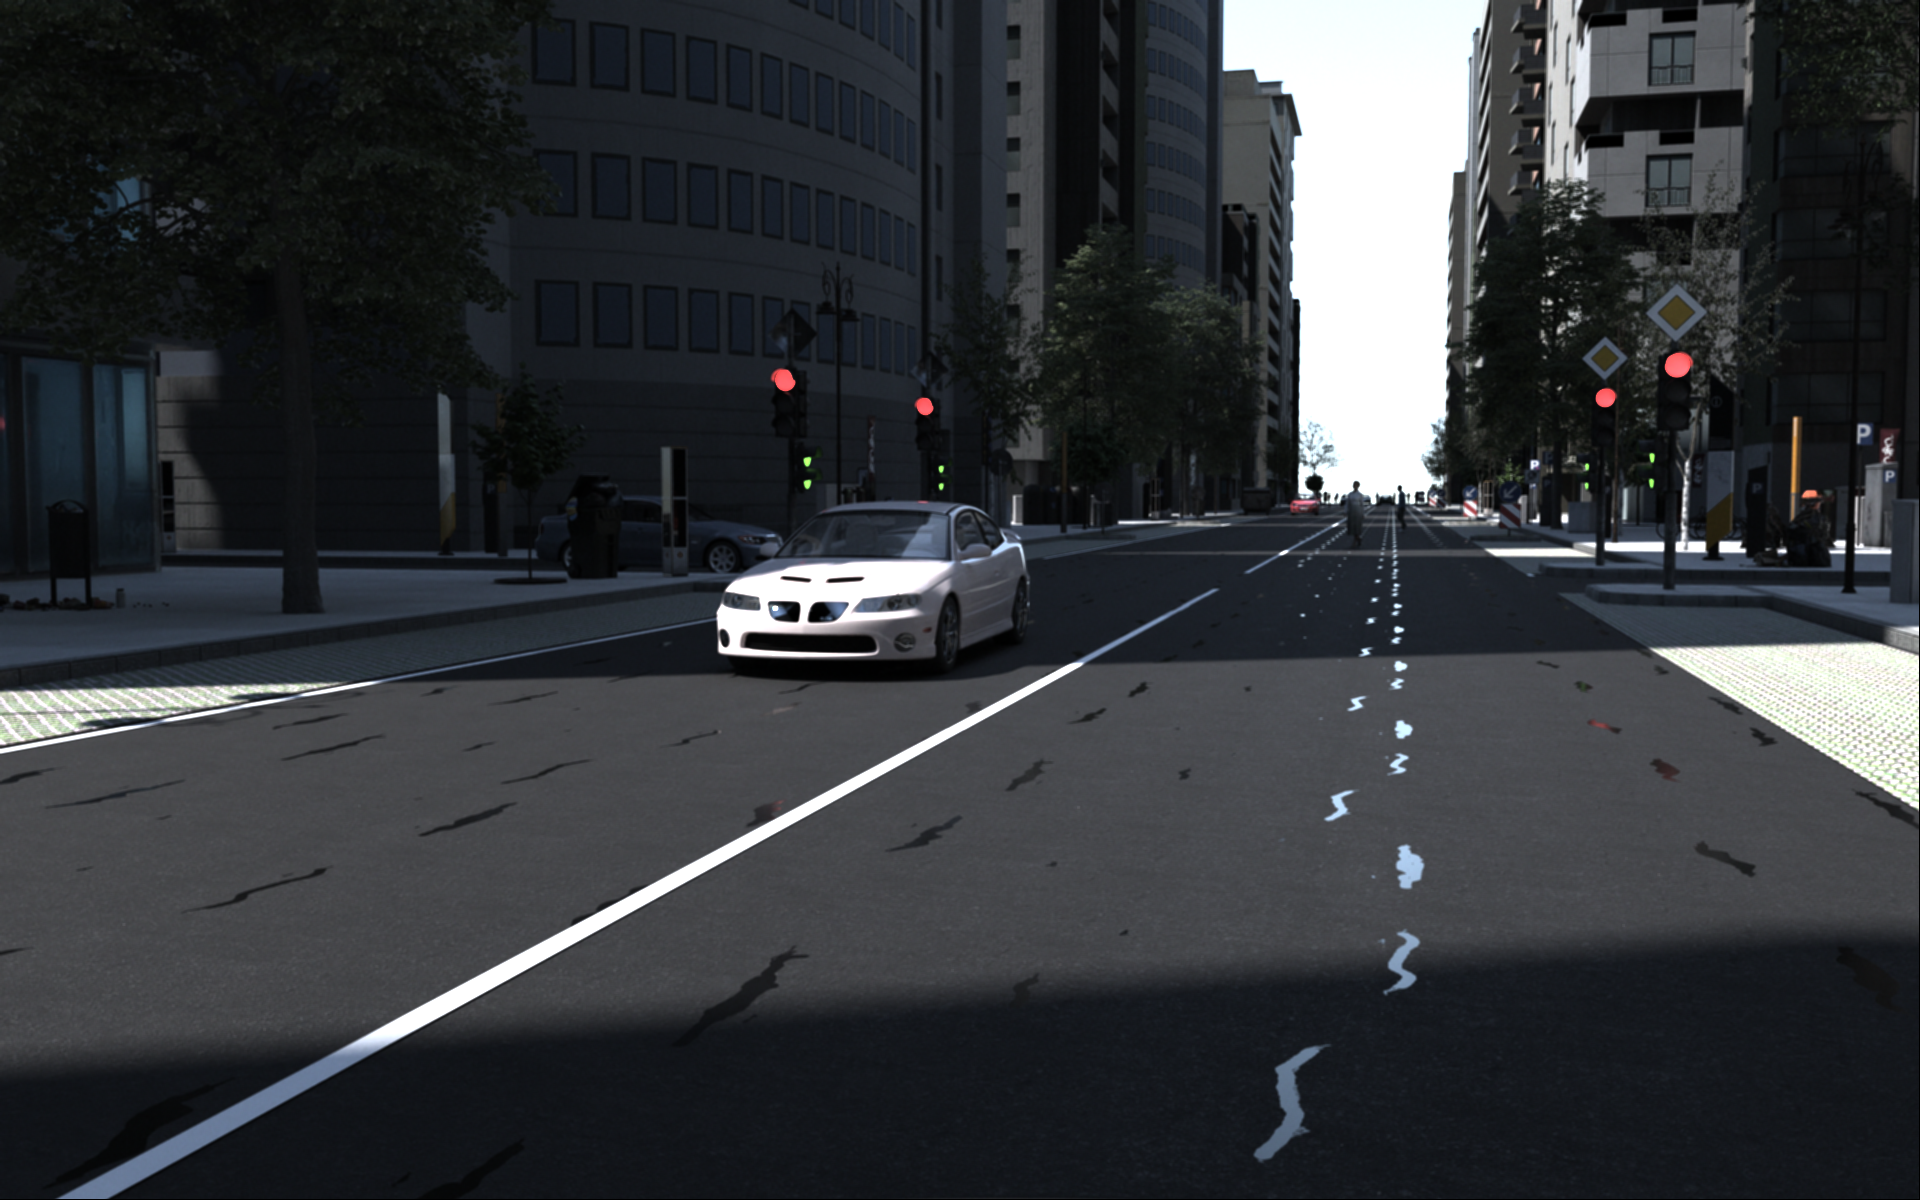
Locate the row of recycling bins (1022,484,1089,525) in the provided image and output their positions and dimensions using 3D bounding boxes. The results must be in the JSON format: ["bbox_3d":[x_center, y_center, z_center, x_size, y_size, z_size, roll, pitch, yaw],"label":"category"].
[{"bbox_3d":[3.984,-4.017,72.784,3.534,1.692,1.069,-3,5,-42],"label":"row of recycling bins"}]

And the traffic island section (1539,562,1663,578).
[{"bbox_3d":[11.490,-0.536,31.037,2.009,0.180,2.903,1,4,14],"label":"traffic island section"}]

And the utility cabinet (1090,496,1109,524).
[{"bbox_3d":[6.008,-3.935,75.500,1.020,1.237,0.306,-2,4,-32],"label":"utility cabinet"}]

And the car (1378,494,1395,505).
[{"bbox_3d":[54.633,-12.863,222.114,2.131,1.459,4.920,1,4,16],"label":"car"}]

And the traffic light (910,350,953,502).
[{"bbox_3d":[-0.593,-2.752,33.914,0.839,4.253,0.868,1,4,14],"label":"traffic light"}]

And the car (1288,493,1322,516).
[{"bbox_3d":[22.949,-6.492,115.189,2.155,1.783,4.494,1,4,12],"label":"car"}]

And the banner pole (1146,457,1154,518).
[{"bbox_3d":[10.272,-6.335,93.586,0.863,3.779,0.401,-3,4,-36],"label":"banner pole"}]

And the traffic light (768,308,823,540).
[{"bbox_3d":[-2.528,-2.278,26.166,0.839,4.253,0.868,1,4,14],"label":"traffic light"}]

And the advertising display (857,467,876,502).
[{"bbox_3d":[-2.267,-2.246,41.937,0.123,1.923,0.974,-1,4,-23],"label":"advertising display"}]

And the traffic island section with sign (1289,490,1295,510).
[{"bbox_3d":[30.135,-9.085,157.172,1.989,1.847,2.006,1,4,14],"label":"traffic island section with sign"}]

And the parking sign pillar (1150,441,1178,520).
[{"bbox_3d":[10.343,-6.068,87.681,1.447,3.967,1.447,2,4,25],"label":"parking sign pillar"}]

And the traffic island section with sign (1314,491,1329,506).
[{"bbox_3d":[43.561,-12.373,210.923,1.989,1.847,2.006,1,4,14],"label":"traffic island section with sign"}]

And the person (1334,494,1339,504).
[{"bbox_3d":[52.417,-14.037,241.239,0.697,1.427,0.421,1,4,22],"label":"person"}]

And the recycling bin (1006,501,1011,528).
[{"bbox_3d":[1.447,-3.214,65.099,0.722,1.027,0.722,-2,4,-32],"label":"recycling bin"}]

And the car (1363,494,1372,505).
[{"bbox_3d":[55.590,-13.835,237.994,2.131,1.459,4.920,1,4,14],"label":"car"}]

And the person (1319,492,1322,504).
[{"bbox_3d":[48.453,-13.670,232.669,0.621,1.740,0.551,-1,4,-17],"label":"person"}]

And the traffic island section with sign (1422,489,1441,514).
[{"bbox_3d":[35.117,-7.235,126.925,1.989,1.847,2.006,1,4,14],"label":"traffic island section with sign"}]

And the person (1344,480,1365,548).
[{"bbox_3d":[10.574,-2.295,46.250,0.641,1.798,0.478,-3,5,-42],"label":"person"}]

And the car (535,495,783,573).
[{"bbox_3d":[-5.353,-1.168,31.095,4.499,1.417,2.014,1,4,14],"label":"car"}]

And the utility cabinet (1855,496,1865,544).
[{"bbox_3d":[23.553,-2.061,44.860,1.020,1.237,0.306,-2,4,-28],"label":"utility cabinet"}]

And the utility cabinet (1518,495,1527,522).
[{"bbox_3d":[25.548,-4.126,78.623,0.306,1.237,1.020,1,4,10],"label":"utility cabinet"}]

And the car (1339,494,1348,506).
[{"bbox_3d":[47.169,-12.288,210.694,2.009,1.686,4.222,1,4,15],"label":"car"}]

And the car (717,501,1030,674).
[{"bbox_3d":[-0.613,-0.191,15.481,2.083,1.381,4.827,1,4,14],"label":"car"}]

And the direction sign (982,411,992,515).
[{"bbox_3d":[0.736,-3.410,47.752,0.379,3.537,0.876,1,4,17],"label":"direction sign"}]

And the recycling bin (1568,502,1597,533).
[{"bbox_3d":[20.478,-2.716,56.962,0.722,1.027,0.722,3,5,42],"label":"recycling bin"}]

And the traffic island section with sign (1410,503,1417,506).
[{"bbox_3d":[55.204,-12.150,207.271,1.989,1.847,2.006,1,4,14],"label":"traffic island section with sign"}]

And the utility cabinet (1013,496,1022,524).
[{"bbox_3d":[2.837,-3.928,75.383,1.020,1.237,0.306,-1,4,-20],"label":"utility cabinet"}]

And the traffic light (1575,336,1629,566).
[{"bbox_3d":[11.454,-2.569,30.932,0.839,4.253,0.868,1,4,14],"label":"traffic light"}]

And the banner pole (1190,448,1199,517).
[{"bbox_3d":[12.923,-6.444,95.370,0.401,3.779,0.863,-2,4,-31],"label":"banner pole"}]

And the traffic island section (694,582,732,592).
[{"bbox_3d":[-2.565,-0.246,26.310,2.009,0.180,2.903,1,4,14],"label":"traffic island section"}]

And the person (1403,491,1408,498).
[{"bbox_3d":[60.296,-13.879,235.437,1.348,1.822,0.705,3,5,43],"label":"person"}]

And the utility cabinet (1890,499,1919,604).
[{"bbox_3d":[11.505,-0.575,20.560,1.020,1.237,0.306,-2,4,-27],"label":"utility cabinet"}]

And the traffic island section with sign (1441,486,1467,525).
[{"bbox_3d":[23.273,-4.334,79.488,1.989,1.847,2.006,1,4,14],"label":"traffic island section with sign"}]

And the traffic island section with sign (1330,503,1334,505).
[{"bbox_3d":[50.182,-13.992,237.392,1.989,1.847,2.006,1,4,14],"label":"traffic island section with sign"}]

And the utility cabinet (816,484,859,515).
[{"bbox_3d":[-2.707,-1.811,38.287,0.318,1.500,1.173,2,4,35],"label":"utility cabinet"}]

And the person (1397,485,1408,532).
[{"bbox_3d":[16.865,-3.497,66.018,0.444,1.785,0.601,1,4,15],"label":"person"}]

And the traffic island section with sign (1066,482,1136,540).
[{"bbox_3d":[4.494,-2.808,54.537,1.989,1.847,2.006,1,4,14],"label":"traffic island section with sign"}]

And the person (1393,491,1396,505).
[{"bbox_3d":[59.274,-13.946,236.484,0.705,1.831,1.348,0,4,6],"label":"person"}]

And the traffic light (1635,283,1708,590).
[{"bbox_3d":[9.518,-2.096,23.184,0.839,4.253,0.868,1,4,14],"label":"traffic light"}]

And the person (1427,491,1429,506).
[{"bbox_3d":[54.994,-11.921,203.413,0.705,1.824,1.348,0,4,5],"label":"person"}]

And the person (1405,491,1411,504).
[{"bbox_3d":[64.564,-14.728,249.400,0.705,1.812,1.348,-2,4,-29],"label":"person"}]

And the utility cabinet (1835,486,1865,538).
[{"bbox_3d":[25.249,-2.478,49.198,0.318,1.500,1.173,0,4,0],"label":"utility cabinet"}]

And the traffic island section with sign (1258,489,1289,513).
[{"bbox_3d":[23.534,-7.467,130.714,1.989,1.847,2.006,1,4,14],"label":"traffic island section with sign"}]

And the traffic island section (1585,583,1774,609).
[{"bbox_3d":[9.554,-0.062,23.289,2.009,0.180,2.903,1,4,14],"label":"traffic island section"}]

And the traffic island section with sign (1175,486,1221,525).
[{"bbox_3d":[11.260,-4.466,81.640,1.989,1.847,2.006,1,4,14],"label":"traffic island section with sign"}]

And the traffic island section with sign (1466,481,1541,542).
[{"bbox_3d":[16.609,-2.702,52.812,1.989,1.847,2.006,1,4,14],"label":"traffic island section with sign"}]

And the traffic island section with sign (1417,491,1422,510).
[{"bbox_3d":[41.842,-8.881,153.834,1.989,1.847,2.006,1,4,14],"label":"traffic island section with sign"}]

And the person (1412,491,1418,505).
[{"bbox_3d":[55.061,-12.278,209.205,0.705,1.831,1.348,3,5,42],"label":"person"}]
